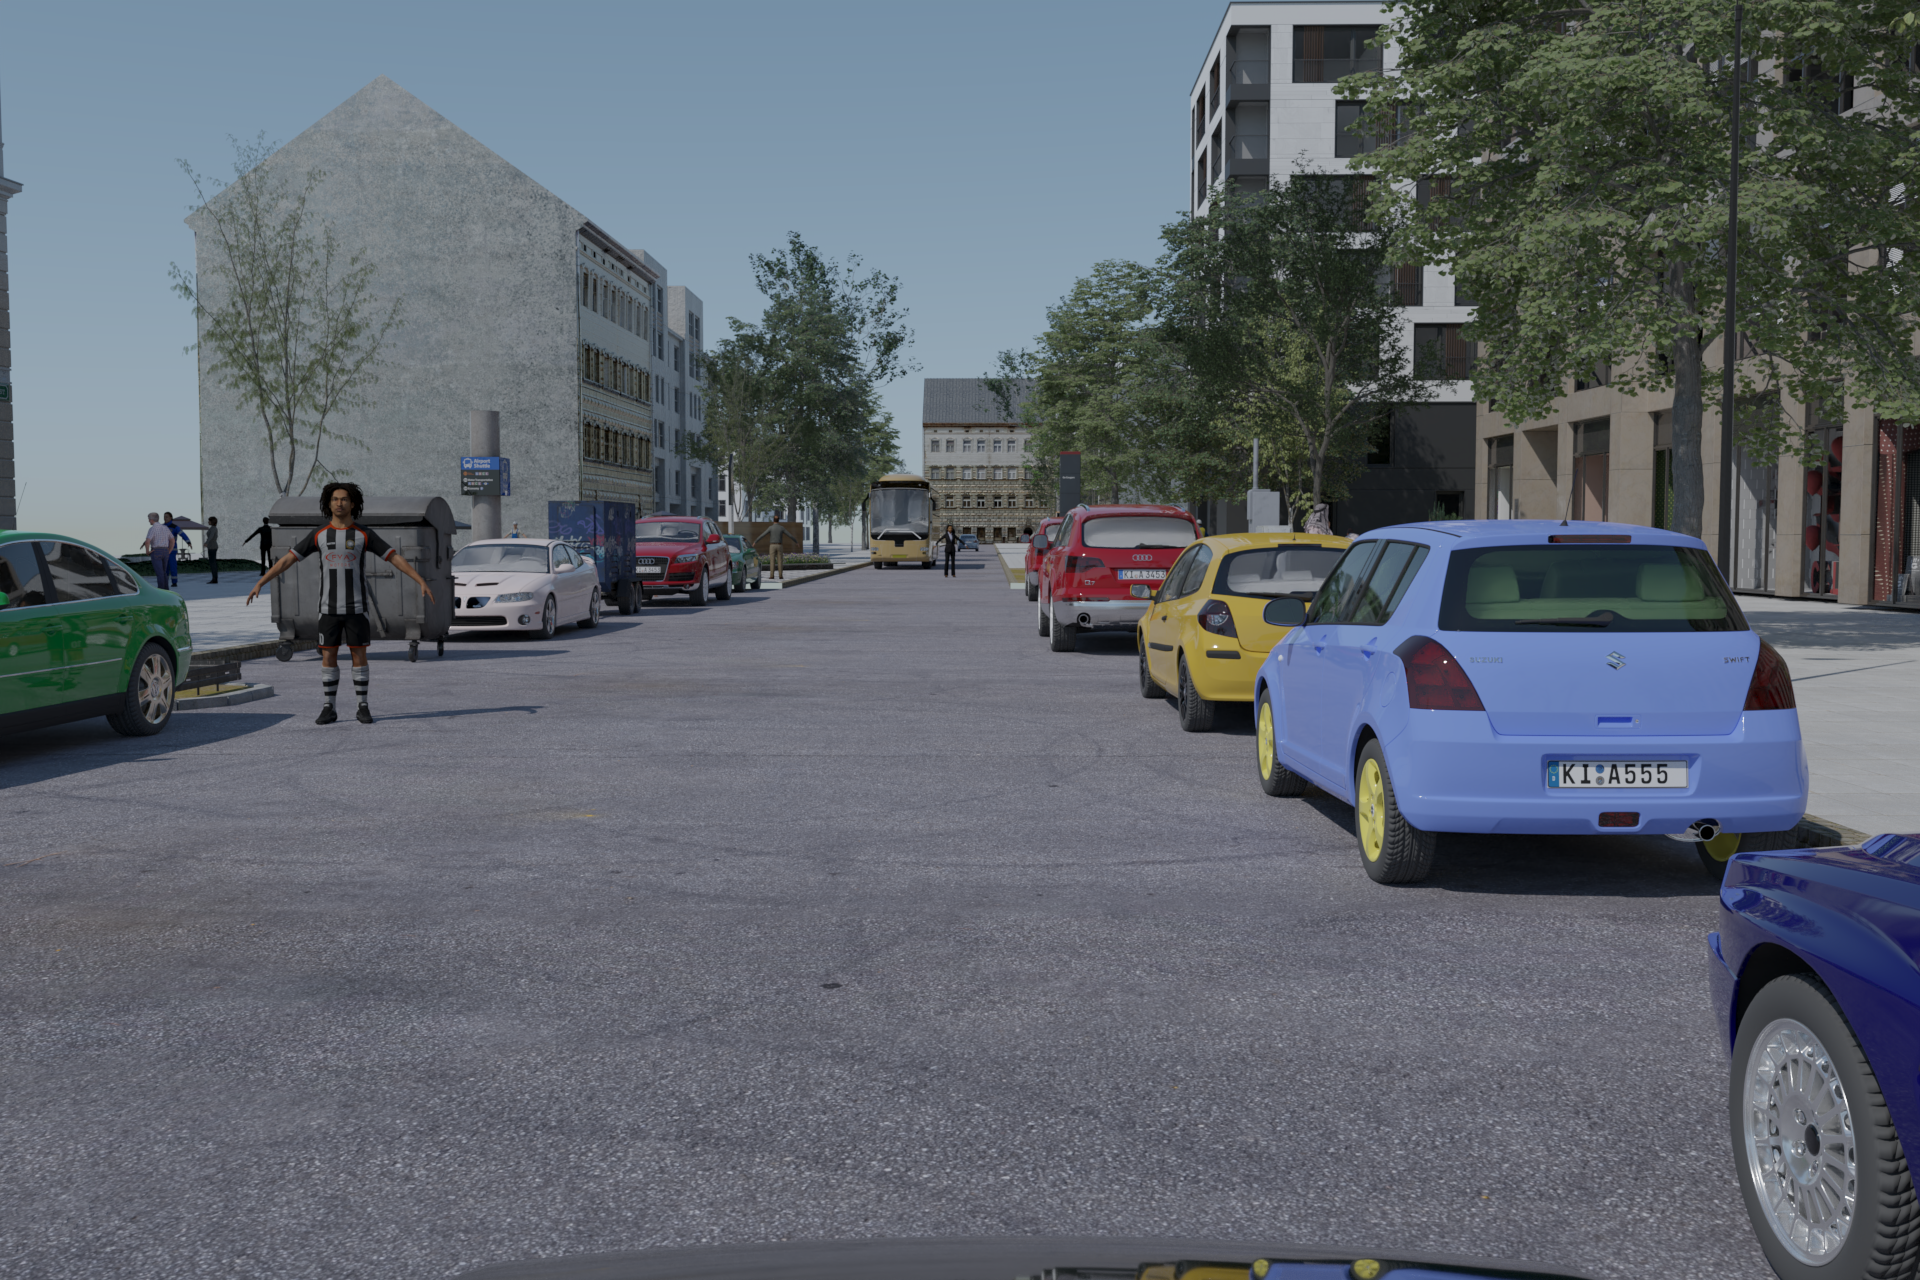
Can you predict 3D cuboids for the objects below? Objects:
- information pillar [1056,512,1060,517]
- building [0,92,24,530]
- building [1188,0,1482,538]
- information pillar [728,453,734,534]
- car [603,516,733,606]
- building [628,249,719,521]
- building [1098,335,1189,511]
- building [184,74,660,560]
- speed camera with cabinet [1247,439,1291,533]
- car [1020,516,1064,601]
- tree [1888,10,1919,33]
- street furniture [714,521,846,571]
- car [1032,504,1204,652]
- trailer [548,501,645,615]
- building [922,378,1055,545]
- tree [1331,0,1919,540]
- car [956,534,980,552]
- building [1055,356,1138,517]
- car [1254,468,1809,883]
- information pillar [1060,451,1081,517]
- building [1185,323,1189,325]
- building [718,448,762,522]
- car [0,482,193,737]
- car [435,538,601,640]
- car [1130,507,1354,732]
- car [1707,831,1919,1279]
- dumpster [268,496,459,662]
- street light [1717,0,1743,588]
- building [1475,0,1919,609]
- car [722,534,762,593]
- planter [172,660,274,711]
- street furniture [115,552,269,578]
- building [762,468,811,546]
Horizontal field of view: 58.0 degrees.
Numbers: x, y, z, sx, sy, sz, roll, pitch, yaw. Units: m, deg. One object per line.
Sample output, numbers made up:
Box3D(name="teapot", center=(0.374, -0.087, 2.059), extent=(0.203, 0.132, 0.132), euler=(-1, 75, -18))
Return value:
Box3D(name="information pillar", center=(3.313, -3.226, 57.239), extent=(0.304, 2.012, 0.304), euler=(0, 4, 2))
Box3D(name="building", center=(-32.634, -15.415, 37.941), extent=(13.634, 28.700, 20.117), euler=(0, 4, 2))
Box3D(name="building", center=(24.664, -14.610, 82.856), extent=(27.936, 21.610, 32.646), euler=(0, 4, 1))
Box3D(name="information pillar", center=(-6.626, -3.597, 50.158), extent=(0.183, 3.616, 0.504), euler=(0, 4, 1))
Box3D(name="car", center=(-6.034, -1.682, 36.166), extent=(2.281, 1.827, 5.304), euler=(0, 4, 1))
Box3D(name="building", center=(-27.910, -15.728, 123.617), extent=(16.747, 18.905, 31.486), euler=(0, 4, 0))
Box3D(name="building", center=(24.463, -21.431, 181.322), extent=(19.493, 23.208, 18.063), euler=(0, 4, 1))
Box3D(name="building", center=(-27.370, -15.987, 92.309), extent=(19.493, 23.208, 18.063), euler=(0, 4, 1))
Box3D(name="speed camera with cabinet", center=(6.302, -2.503, 35.258), extent=(0.660, 3.252, 2.038), euler=(0, 4, 1))
Box3D(name="car", center=(2.479, -1.816, 38.361), extent=(2.281, 1.827, 5.304), euler=(0, 4, 1))
Box3D(name="tree", center=(8.278, -3.677, 10.475), extent=(4.737, 8.622, 4.395), euler=(0, 3, 0))
Box3D(name="street furniture", center=(-9.039, -3.336, 61.392), extent=(11.010, 1.723, 9.812), euler=(2, 4, 32))
Box3D(name="car", center=(2.106, -0.851, 22.593), extent=(2.281, 1.827, 5.304), euler=(0, 3, 0))
Box3D(name="trailer", center=(-6.534, -1.422, 30.302), extent=(1.471, 1.999, 3.904), euler=(0, 4, 1))
Box3D(name="building", center=(4.058, -25.015, 242.383), extent=(18.063, 23.208, 19.493), euler=(0, 4, 1))
Box3D(name="tree", center=(7.841, -6.198, 19.473), extent=(7.486, 12.596, 7.792), euler=(0, 3, 0))
Box3D(name="car", center=(0.656, -7.990, 142.638), extent=(2.014, 1.417, 4.499), euler=(0, 4, 0))
Box3D(name="building", center=(25.627, -22.708, 215.243), extent=(27.936, 21.610, 32.646), euler=(0, 4, 1))
Box3D(name="car", center=(2.507, 0.073, 8.404), extent=(1.945, 1.707, 3.694), euler=(0, 4, -1))
Box3D(name="information pillar", center=(3.463, -3.986, 54.542), extent=(0.750, 3.857, 0.750), euler=(0, 4, 1))
Box3D(name="building", center=(25.802, -17.418, 115.720), extent=(19.493, 23.208, 18.063), euler=(0, 4, 1))
Box3D(name="building", center=(-23.420, -13.727, 166.591), extent=(9.099, 9.664, 28.070), euler=(0, 4, 1))
Box3D(name="car", center=(-6.626, -0.133, 10.966), extent=(1.959, 1.807, 4.718), euler=(0, 4, 1))
Box3D(name="car", center=(-6.471, -0.775, 25.035), extent=(2.083, 1.381, 4.827), euler=(0, 4, 1))
Box3D(name="car", center=(2.440, -0.230, 13.977), extent=(2.015, 1.641, 3.980), euler=(0, 4, 0))
Box3D(name="car", center=(2.394, 0.646, 2.025), extent=(1.945, 1.354, 3.894), euler=(0, 4, 0))
Box3D(name="dumpster", center=(-6.805, -0.708, 19.786), extent=(1.865, 1.857, 1.264), euler=(0, 4, 1))
Box3D(name="street light", center=(6.713, -2.527, 13.864), extent=(1.470, 5.913, 1.316), euler=(0, 4, 1))
Box3D(name="building", center=(24.822, -14.126, 34.165), extent=(19.351, 26.588, 34.151), euler=(0, 4, 1))
Box3D(name="car", center=(-6.160, -1.967, 43.966), extent=(2.131, 1.459, 4.920), euler=(0, 4, 1))
Box3D(name="planter", center=(-7.069, 0.385, 14.847), extent=(1.991, 0.319, 1.994), euler=(0, 4, 1))
Box3D(name="street furniture", center=(-26.135, -2.443, 55.570), extent=(5.734, 0.657, 10.072), euler=(0, 4, 2))
Box3D(name="building", center=(-21.482, -15.637, 197.815), extent=(9.099, 9.664, 28.070), euler=(0, 3, 0))
